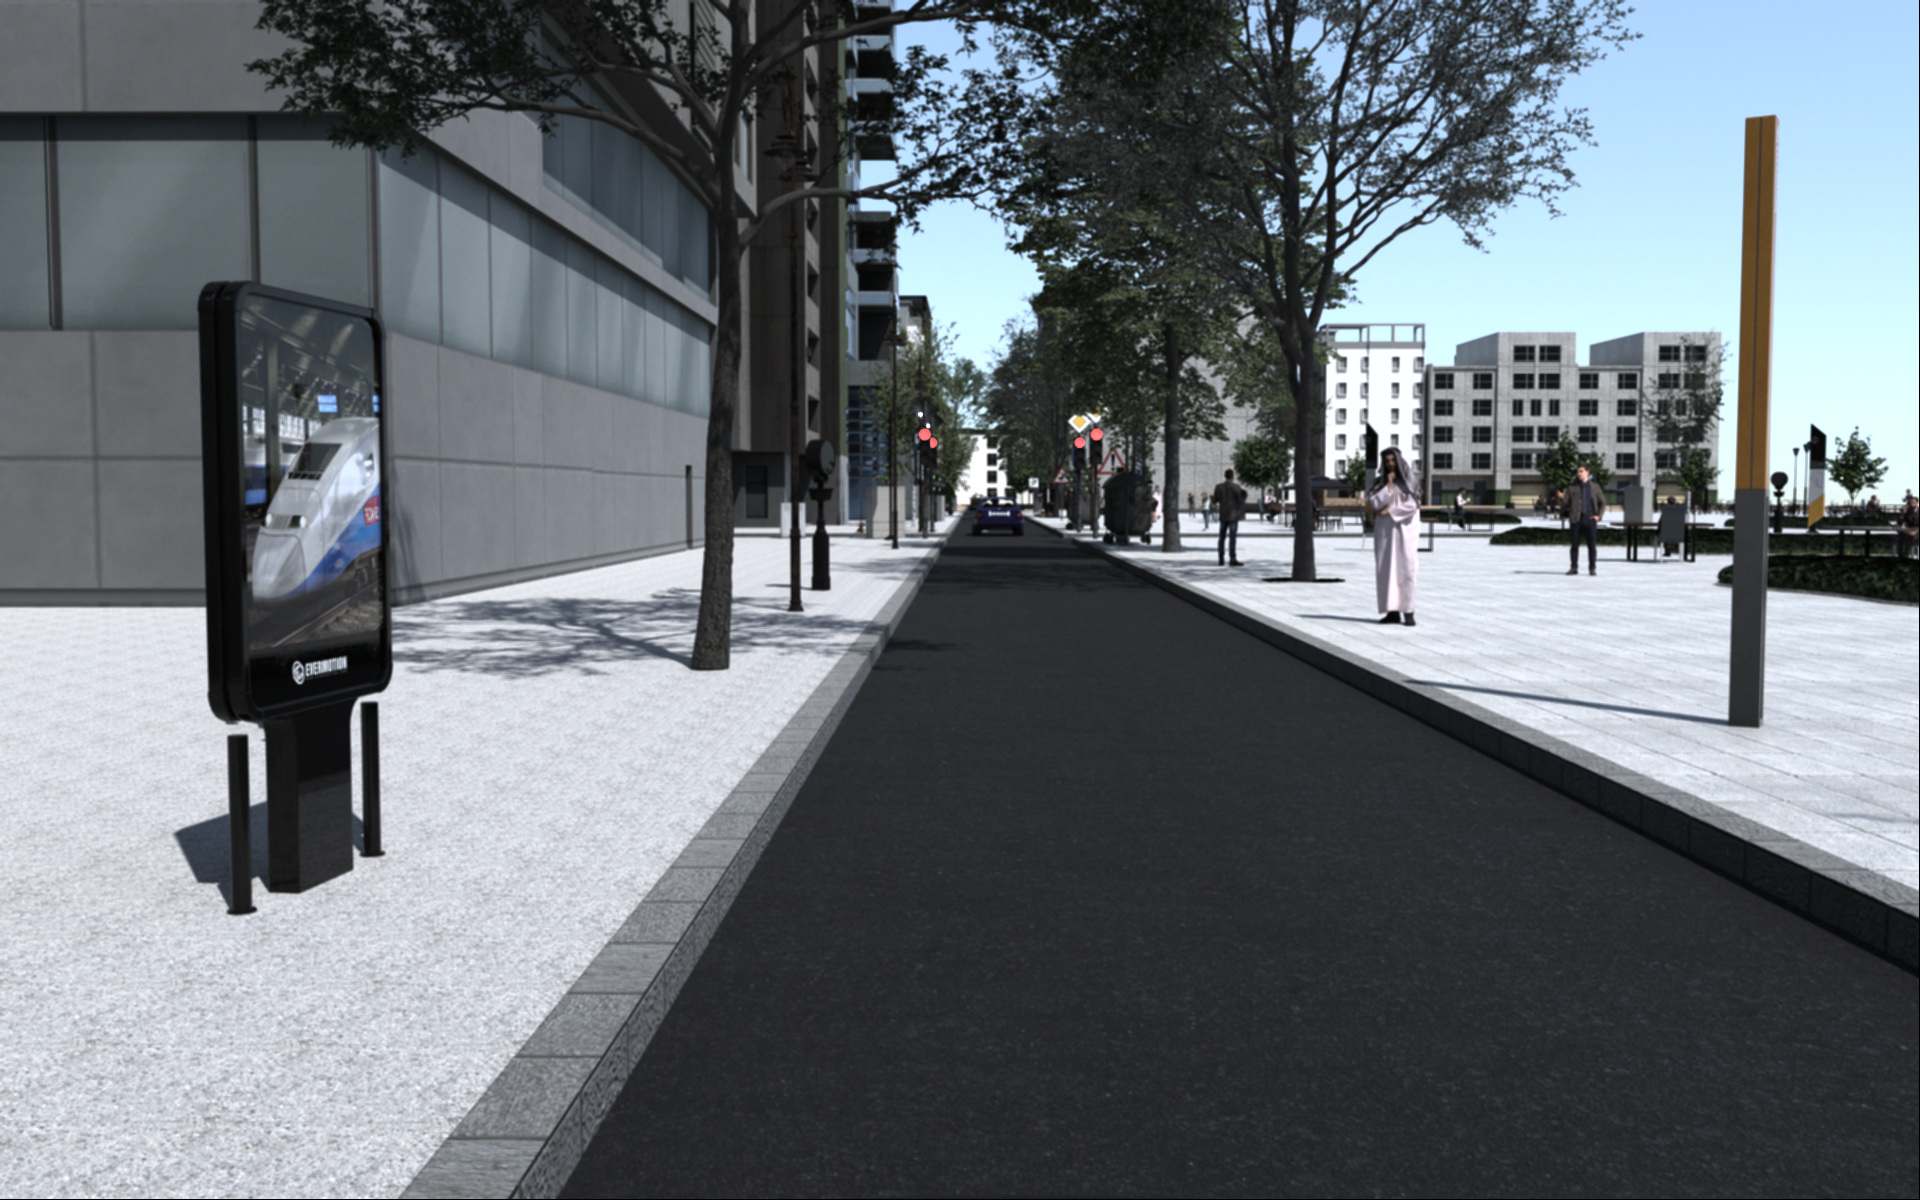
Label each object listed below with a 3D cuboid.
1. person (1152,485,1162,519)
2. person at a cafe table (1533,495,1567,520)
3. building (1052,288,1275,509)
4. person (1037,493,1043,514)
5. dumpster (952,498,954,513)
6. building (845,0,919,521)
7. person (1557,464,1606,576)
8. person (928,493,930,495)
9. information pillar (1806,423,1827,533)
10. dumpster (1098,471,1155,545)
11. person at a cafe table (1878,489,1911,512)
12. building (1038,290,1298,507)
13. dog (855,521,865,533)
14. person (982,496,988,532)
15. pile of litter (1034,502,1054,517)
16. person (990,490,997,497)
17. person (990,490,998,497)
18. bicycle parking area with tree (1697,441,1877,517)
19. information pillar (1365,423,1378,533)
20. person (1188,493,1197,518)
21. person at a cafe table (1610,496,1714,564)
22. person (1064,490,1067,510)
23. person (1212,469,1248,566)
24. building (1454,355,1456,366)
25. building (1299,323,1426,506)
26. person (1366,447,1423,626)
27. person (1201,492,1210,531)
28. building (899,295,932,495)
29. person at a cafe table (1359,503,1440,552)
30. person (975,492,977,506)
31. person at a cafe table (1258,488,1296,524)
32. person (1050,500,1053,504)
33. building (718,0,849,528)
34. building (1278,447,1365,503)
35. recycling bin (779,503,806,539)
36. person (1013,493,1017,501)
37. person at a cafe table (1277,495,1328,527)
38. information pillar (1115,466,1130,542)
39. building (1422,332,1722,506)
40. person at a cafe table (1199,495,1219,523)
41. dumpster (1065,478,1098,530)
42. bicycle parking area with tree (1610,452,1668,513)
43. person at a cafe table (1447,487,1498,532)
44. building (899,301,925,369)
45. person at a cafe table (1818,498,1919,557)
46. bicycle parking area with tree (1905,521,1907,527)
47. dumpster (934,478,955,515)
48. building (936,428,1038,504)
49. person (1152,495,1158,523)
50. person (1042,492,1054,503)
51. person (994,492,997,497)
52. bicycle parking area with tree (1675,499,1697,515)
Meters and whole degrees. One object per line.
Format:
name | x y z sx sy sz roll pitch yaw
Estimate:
person | 10.218 -5.090 89.939 0.621 1.740 0.551 3 5 44
person at a cafe table | 29.014 -4.536 85.027 1.726 1.238 1.698 1 4 19
building | 17.491 -17.790 157.331 16.747 18.905 31.486 0 4 1
person | 5.189 -6.264 112.364 0.340 1.345 0.435 1 4 22
dumpster | -1.037 -6.550 112.857 1.264 1.857 1.865 0 4 1
building | -13.311 -47.953 96.696 22.319 86.520 31.000 0 4 1
person | 9.781 -1.268 27.305 0.617 1.759 0.750 2 4 35
person | -3.422 -10.351 176.108 1.217 1.723 0.721 0 4 7
information pillar | 28.262 -4.023 57.130 0.504 3.616 0.183 3 5 41
dumpster | 4.342 -2.382 44.699 1.264 1.857 1.865 0 4 0
person at a cafe table | 48.096 -4.879 88.288 1.622 1.524 1.698 -1 4 -22
building | 22.347 -21.146 189.716 27.936 21.610 32.646 0 4 1
dog | -3.348 -2.418 57.267 0.550 0.427 0.748 3 5 40
person | 0.937 -3.249 65.538 0.340 1.345 0.435 -3 4 -38
pile of litter | 4.788 -5.198 98.952 1.176 0.858 1.719 0 4 4
person | 2.526 -7.535 132.501 0.742 1.727 0.445 3 5 41
person | 3.390 -10.082 173.429 1.348 1.812 0.705 3 4 38
bicycle parking area with tree | 47.274 -6.722 96.915 9.016 4.147 8.231 3 4 37
information pillar | 13.473 -4.000 56.756 0.183 3.616 0.504 -2 4 -31
person | 12.472 -5.079 92.990 0.435 1.345 0.340 -2 4 -31
person at a cafe table | 13.278 -1.332 32.633 1.698 1.238 1.726 1 4 12
person | 8.656 -8.077 139.570 0.415 1.643 0.593 -3 5 -39
person | 4.823 -1.468 30.873 0.655 1.722 0.431 3 5 42
building | 72.040 -22.642 226.623 11.380 20.091 16.016 0 4 1
building | 45.620 -20.891 197.991 11.380 20.091 16.016 0 4 1
person | 4.285 -0.636 17.109 0.551 1.740 0.621 1 4 14
person | 8.531 -3.072 60.182 0.340 1.345 0.435 -2 4 -30
building | -19.630 -21.307 192.341 32.646 21.610 27.936 0 4 1
person at a cafe table | 9.907 -1.732 39.175 1.726 1.238 1.698 1 4 13
person | 1.871 -11.983 205.358 0.436 1.711 0.756 2 4 28
person at a cafe table | 13.536 -3.998 73.874 1.622 1.524 1.698 2 4 25
person | 6.531 -6.760 124.487 0.347 0.859 0.695 0 4 1
building | -11.944 -18.116 67.897 14.160 30.474 14.107 0 4 1
building | 52.284 -17.213 223.577 28.070 9.664 9.099 0 4 1
recycling bin | -4.869 -2.309 50.312 0.722 1.027 0.722 -1 4 -8
person | 6.565 -12.250 207.132 0.445 1.727 0.742 1 4 20
person at a cafe table | 13.422 -3.443 67.159 1.698 1.238 1.726 2 4 34
information pillar | 4.335 -2.547 46.127 0.304 2.012 0.304 2 4 31
building | 67.045 -20.221 197.064 31.486 18.905 16.747 0 4 1
person at a cafe table | 11.480 -4.073 77.457 1.698 1.238 1.726 3 5 43
dumpster | 4.409 -3.429 61.817 1.264 1.857 1.865 0 4 1
bicycle parking area with tree | 49.784 -8.082 119.143 8.231 4.147 9.016 -1 4 -15
person at a cafe table | 17.699 -3.145 59.942 1.622 1.524 1.698 1 4 13
building | -11.405 -19.026 167.495 16.016 20.091 11.380 0 4 1
person at a cafe table | 15.640 -1.103 28.896 1.726 1.238 1.698 -2 4 -30
bicycle parking area with tree | 26.961 -3.311 41.139 8.231 4.147 9.016 2 4 33
dumpster | -1.033 -6.238 104.479 1.502 2.255 1.985 0 4 1
building | 1.460 -17.269 224.495 28.070 9.664 9.099 0 4 1
person | 8.501 -4.157 77.199 0.628 1.438 0.799 1 4 16
person | 8.316 -9.648 163.875 1.350 1.814 0.705 1 4 18
person | 1.986 -5.414 99.383 0.453 1.535 0.546 1 4 11
bicycle parking area with tree | 49.591 -7.441 108.658 8.231 4.147 9.016 2 4 27
